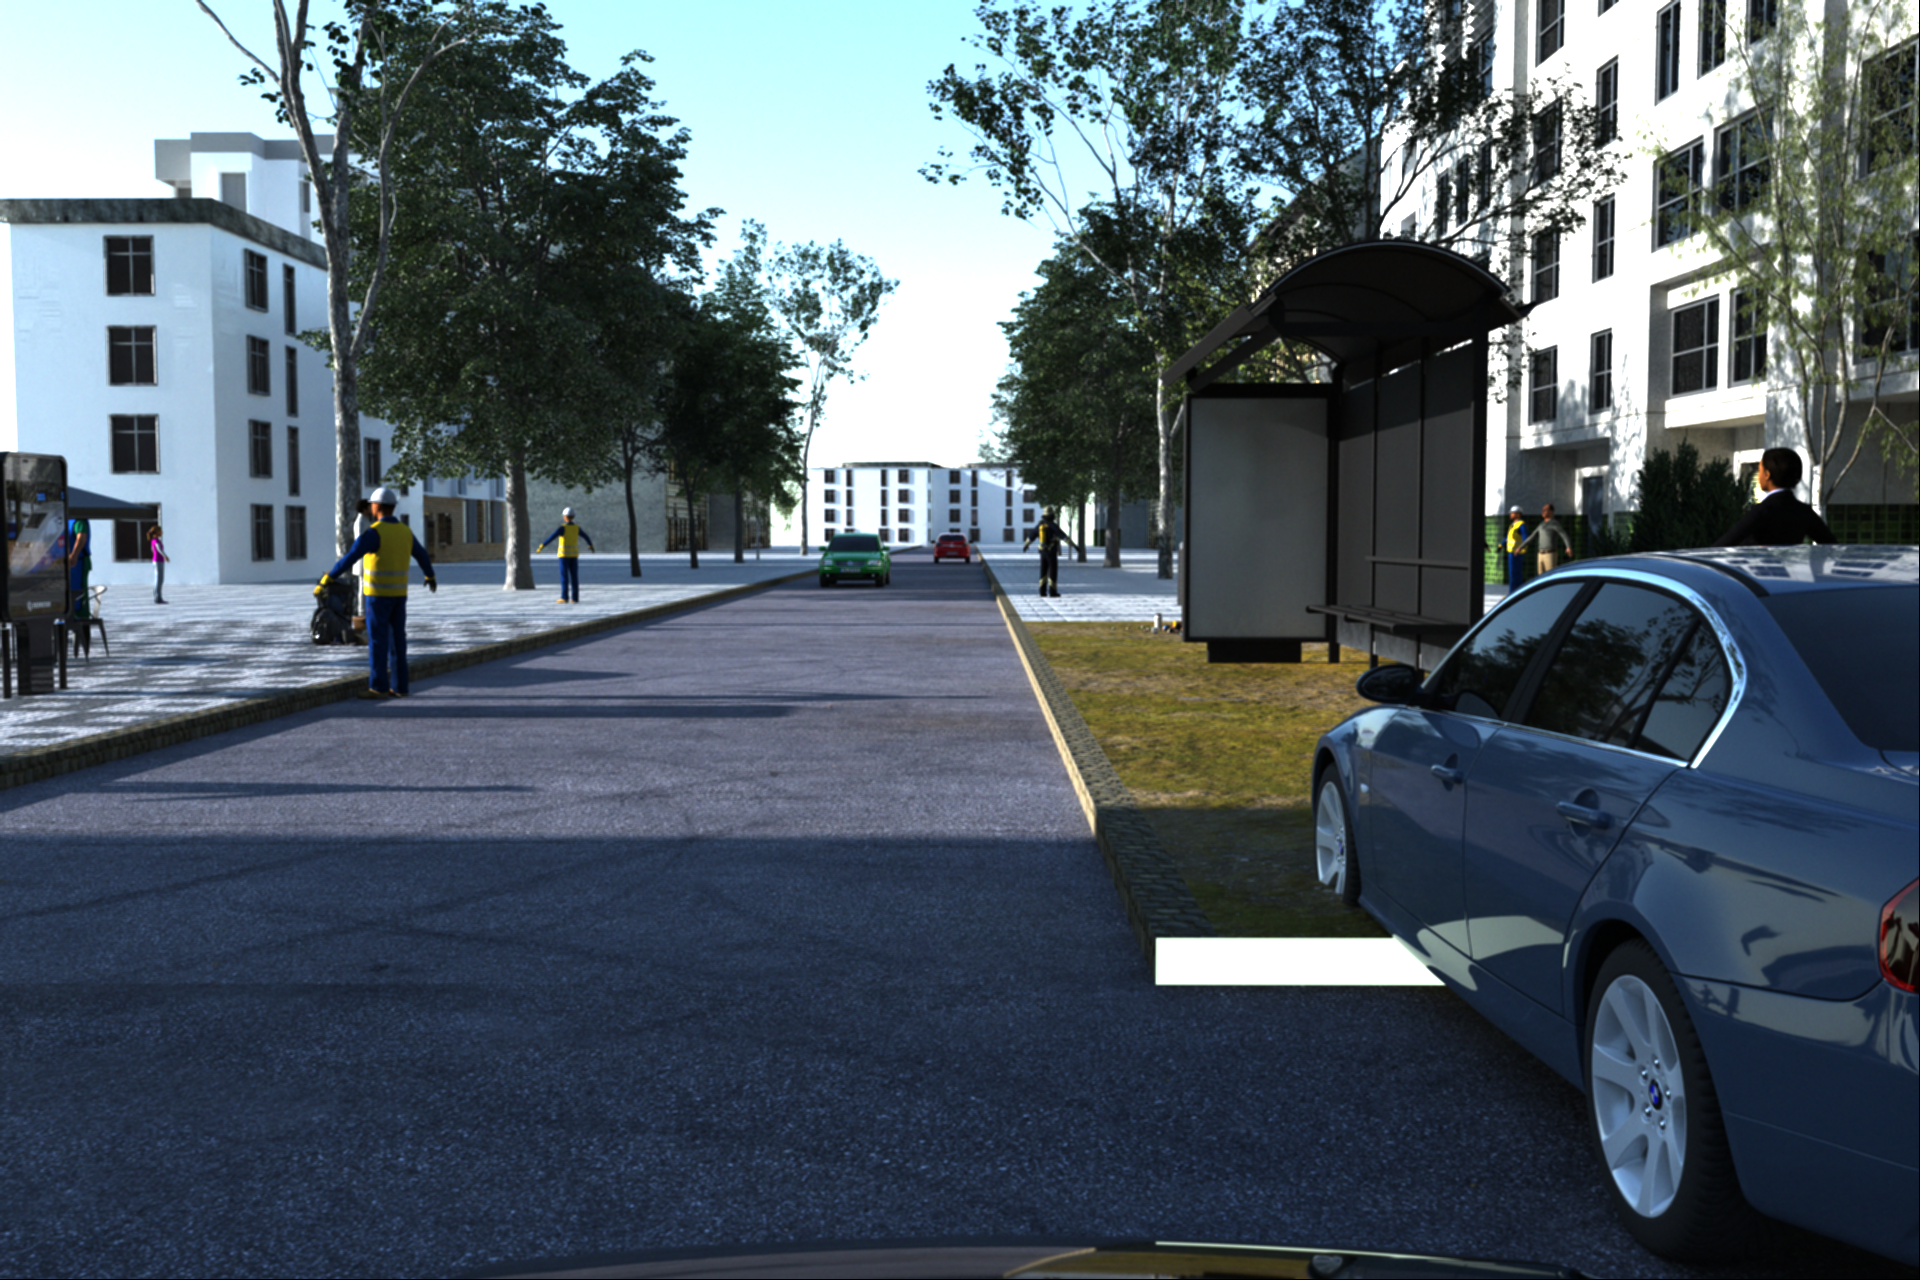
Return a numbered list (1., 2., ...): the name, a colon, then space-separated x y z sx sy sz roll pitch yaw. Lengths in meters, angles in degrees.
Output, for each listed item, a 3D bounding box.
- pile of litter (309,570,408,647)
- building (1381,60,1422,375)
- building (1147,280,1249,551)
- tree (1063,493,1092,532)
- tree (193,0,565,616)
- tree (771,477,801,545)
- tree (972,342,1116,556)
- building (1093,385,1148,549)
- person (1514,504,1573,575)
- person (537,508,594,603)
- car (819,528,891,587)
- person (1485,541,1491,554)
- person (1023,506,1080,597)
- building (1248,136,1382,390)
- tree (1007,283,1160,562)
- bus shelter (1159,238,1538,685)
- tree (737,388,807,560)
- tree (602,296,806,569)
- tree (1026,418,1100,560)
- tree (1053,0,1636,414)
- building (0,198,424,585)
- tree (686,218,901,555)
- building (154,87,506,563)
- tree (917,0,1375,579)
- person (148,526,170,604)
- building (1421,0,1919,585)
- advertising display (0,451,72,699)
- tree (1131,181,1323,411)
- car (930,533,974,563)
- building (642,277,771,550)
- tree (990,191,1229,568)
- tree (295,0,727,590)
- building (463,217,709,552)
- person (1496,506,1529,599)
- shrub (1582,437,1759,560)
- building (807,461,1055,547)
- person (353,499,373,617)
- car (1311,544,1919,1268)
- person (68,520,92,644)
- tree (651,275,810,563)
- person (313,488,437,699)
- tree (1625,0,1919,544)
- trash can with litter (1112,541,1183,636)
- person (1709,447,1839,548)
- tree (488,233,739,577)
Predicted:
1. pile of litter: -7.156 -0.404 20.577 1.176 0.858 1.719 0 4 1
2. building: 22.229 -13.034 69.522 16.016 20.090 11.380 0 3 0
3. building: 25.249 -18.780 137.983 19.493 23.208 18.063 0 4 0
4. tree: 14.093 -15.328 200.974 4.360 8.622 3.978 0 3 0
5. tree: -10.509 -10.376 25.531 12.611 20.169 13.585 0 3 0
6. tree: -20.223 -15.501 203.799 4.737 8.622 4.395 0 3 0
7. tree: 5.759 -11.691 101.509 12.009 13.543 11.850 0 3 0
8. building: 22.525 -18.431 167.810 16.747 18.905 31.486 0 4 0
9. person: 10.114 -1.444 29.877 0.705 1.796 1.348 -2 4 -24
10. person: -7.338 -1.581 32.321 1.216 1.772 0.721 -3 5 -45
11. car: -2.899 -2.408 48.175 1.959 1.807 4.718 0 4 0
12. person: 9.626 -1.676 33.595 1.347 1.806 0.705 0 4 4
13. person: 1.830 -1.813 35.414 1.354 1.856 0.705 2 4 35
14. building: 24.747 -15.474 83.921 19.493 23.208 18.063 0 3 0
15. tree: 5.750 -9.758 77.668 7.486 12.596 7.792 0 3 0
16. bus shelter: 2.971 -1.269 14.665 2.014 3.302 5.546 0 4 1
17. tree: -10.234 -8.265 85.498 4.360 8.622 3.978 0 3 0
18. tree: -9.967 -7.960 64.562 8.767 10.594 7.601 -1 4 -17
19. tree: 5.352 -8.298 86.039 4.737 8.622 4.395 0 3 0
20. tree: 5.677 -5.667 27.066 8.767 10.594 7.601 0 4 -4
21. building: -23.004 -7.055 57.505 9.099 9.664 28.070 0 4 1
22. tree: -10.306 -15.209 104.564 12.611 20.169 13.585 0 3 0
23. building: -28.049 -13.359 74.839 16.016 20.090 11.380 0 4 0
24. tree: 4.909 -11.738 47.807 12.611 20.169 13.585 0 3 0
25. person: -14.702 -1.385 31.911 0.599 1.433 0.991 -2 4 -34
26. building: 22.150 -10.372 36.047 16.747 18.905 31.486 0 3 0
27. advertising display: -7.433 -0.530 13.878 0.123 1.923 0.974 0 4 0
28. tree: 5.658 -5.254 36.259 4.737 8.622 4.395 0 3 0
29. car: -0.396 -4.715 86.135 2.155 1.783 4.494 0 4 0
30. building: -26.785 -19.479 149.405 19.493 23.208 18.063 0 4 1
31. tree: 5.922 -9.747 66.014 9.857 13.997 8.962 0 3 0
32. tree: -10.226 -8.135 39.661 9.857 13.997 8.962 0 3 0
33. building: -29.545 -18.238 129.119 19.493 23.208 18.063 0 4 1
34. person: 10.819 -1.702 33.792 0.705 1.833 1.349 0 4 -4
35. shrub: 5.512 -0.538 13.208 1.690 2.028 1.600 0 3 0
36. building: -3.180 -15.669 200.789 28.070 9.664 9.099 0 4 7
37. person: -8.893 -1.212 26.003 0.705 1.806 1.347 -1 4 -14
38. car: 2.200 0.445 4.720 2.014 1.417 4.499 0 4 -1
39. person: -10.392 -0.868 20.317 0.704 1.817 1.347 -2 4 -31
40. tree: -10.185 -9.683 76.443 7.486 12.596 7.792 0 3 0
41. person: -5.037 -0.410 15.136 0.705 1.833 1.349 2 4 28
42. tree: 9.854 -4.231 19.543 4.360 8.622 3.978 0 3 0
43. trash can with litter: 2.903 -0.698 22.476 1.678 1.210 2.233 0 4 -1
44. person: 4.296 -0.157 9.294 1.216 1.740 0.721 -1 4 -20
45. tree: -10.050 -7.175 51.723 7.601 10.594 8.767 0 4 5
